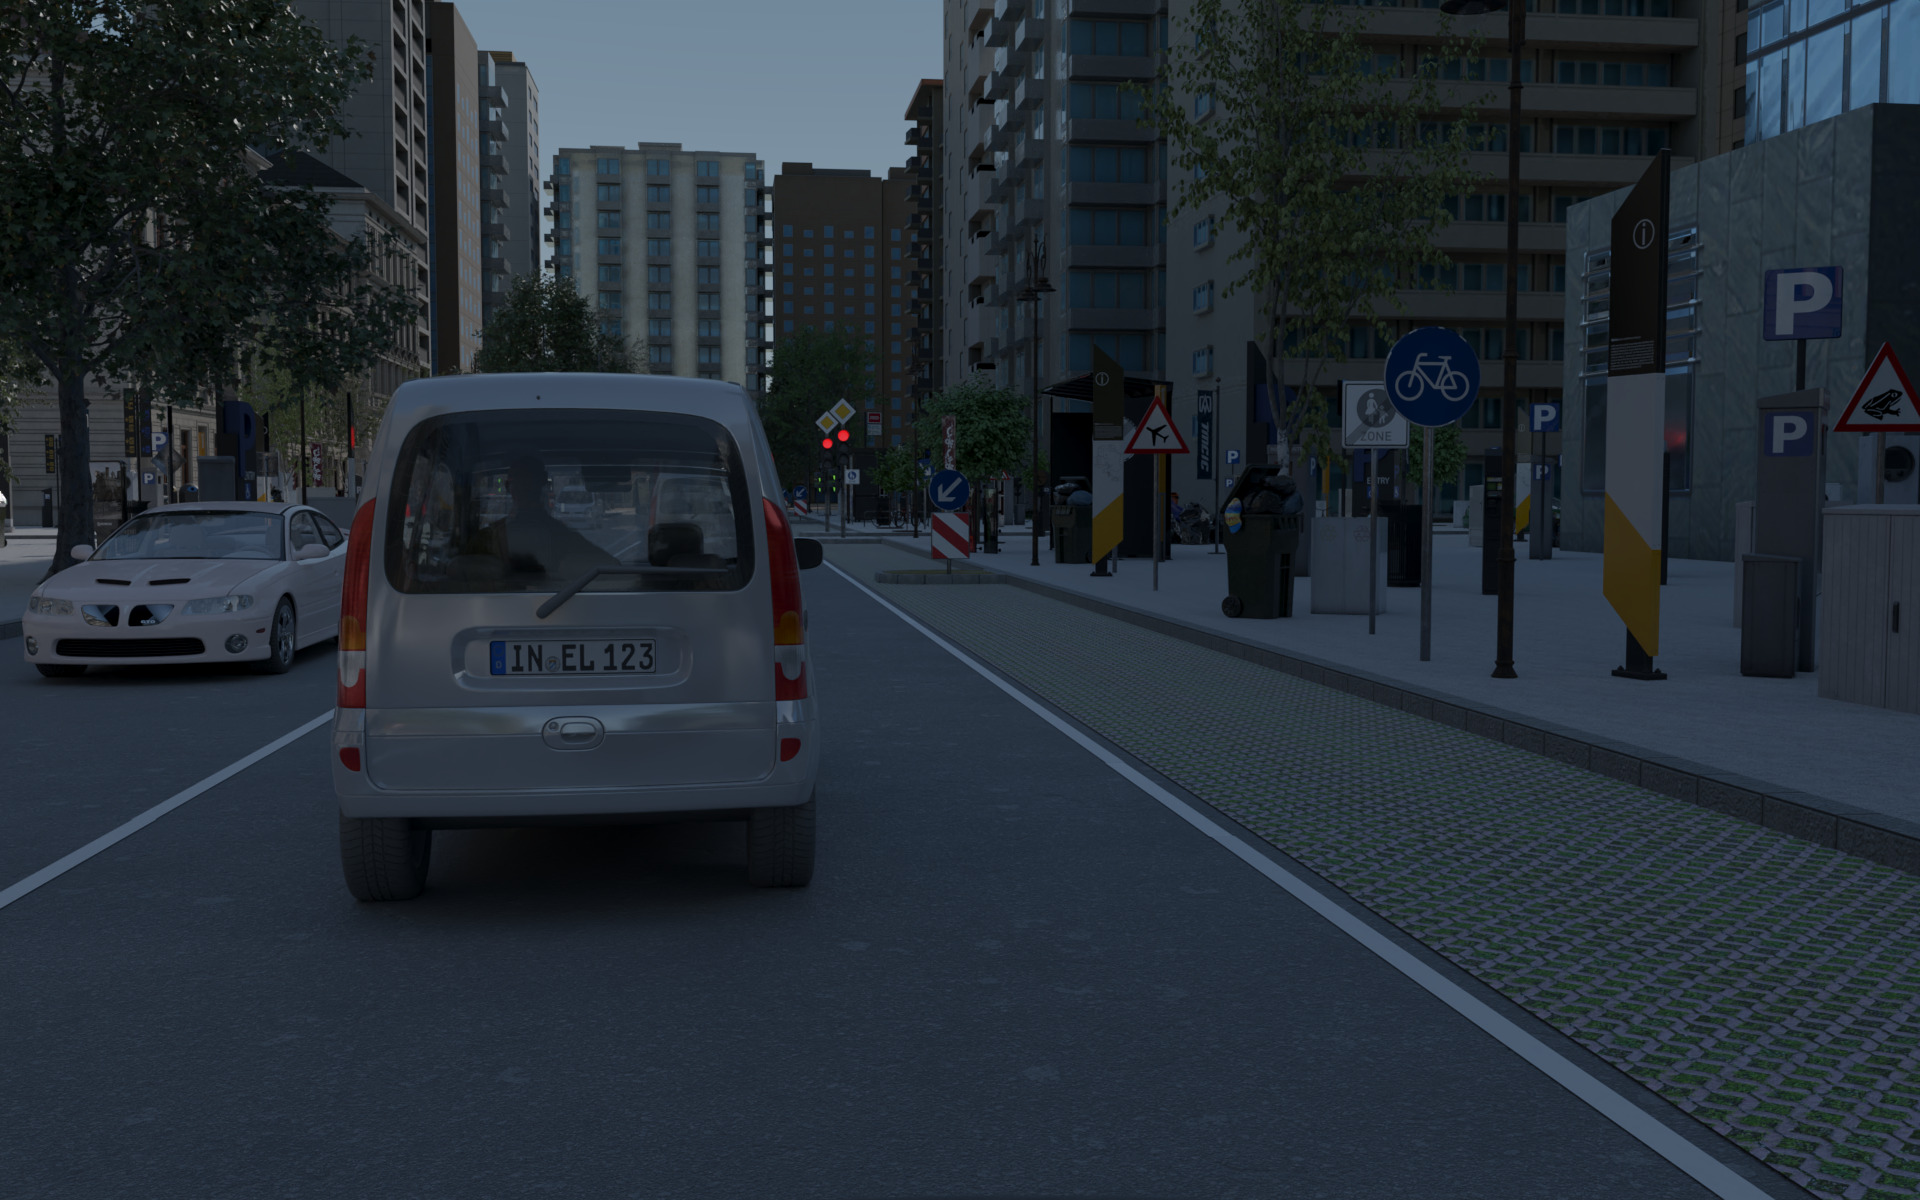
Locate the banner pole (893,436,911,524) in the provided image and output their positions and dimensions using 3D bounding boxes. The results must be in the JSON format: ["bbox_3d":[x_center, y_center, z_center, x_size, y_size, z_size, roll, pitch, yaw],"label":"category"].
[{"bbox_3d":[-2.403,-5.186,74.803,0.401,3.779,0.863,3,5,43],"label":"banner pole"}]

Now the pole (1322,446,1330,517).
[{"bbox_3d":[15.274,-4.812,72.511,0.158,3.312,0.155,0,3,0],"label":"pole"}]

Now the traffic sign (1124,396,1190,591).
[{"bbox_3d":[2.599,-1.403,22.950,0.884,2.594,0.081,0,4,-4],"label":"traffic sign"}]

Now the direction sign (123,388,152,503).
[{"bbox_3d":[-17.508,-2.749,36.941,0.876,3.537,0.379,2,4,30],"label":"direction sign"}]

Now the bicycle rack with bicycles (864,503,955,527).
[{"bbox_3d":[-2.273,-3.308,67.467,2.852,0.926,2.925,3,5,44],"label":"bicycle rack with bicycles"}]

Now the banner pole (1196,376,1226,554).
[{"bbox_3d":[5.316,-2.863,36.825,0.863,3.779,0.401,-3,4,-38],"label":"banner pole"}]

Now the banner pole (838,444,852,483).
[{"bbox_3d":[-5.706,-5.917,86.760,0.863,3.779,0.401,-1,4,-11],"label":"banner pole"}]

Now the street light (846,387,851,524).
[{"bbox_3d":[-4.830,-6.245,74.898,0.468,5.910,1.993,0,4,-8],"label":"street light"}]

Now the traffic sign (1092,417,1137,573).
[{"bbox_3d":[2.524,-1.717,28.175,0.768,2.556,0.104,0,4,-4],"label":"traffic sign"}]

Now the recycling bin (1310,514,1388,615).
[{"bbox_3d":[4.208,-0.377,18.717,0.722,1.027,0.722,1,4,21],"label":"recycling bin"}]

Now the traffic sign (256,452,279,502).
[{"bbox_3d":[-16.863,-2.446,42.126,0.606,2.300,0.079,0,4,0],"label":"traffic sign"}]

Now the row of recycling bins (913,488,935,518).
[{"bbox_3d":[-1.965,-5.263,93.162,1.069,1.692,3.534,0,4,6],"label":"row of recycling bins"}]

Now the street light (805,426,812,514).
[{"bbox_3d":[-9.925,-8.643,114.103,0.468,5.910,1.993,0,4,-8],"label":"street light"}]

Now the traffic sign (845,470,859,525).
[{"bbox_3d":[-4.510,-4.302,72.466,0.606,2.300,0.079,0,4,-1],"label":"traffic sign"}]

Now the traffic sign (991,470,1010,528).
[{"bbox_3d":[1.454,-4.022,65.765,0.884,2.594,0.081,0,4,-2],"label":"traffic sign"}]

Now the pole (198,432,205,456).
[{"bbox_3d":[-25.117,-3.889,57.434,0.158,3.312,0.155,0,3,0],"label":"pole"}]

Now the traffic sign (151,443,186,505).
[{"bbox_3d":[-17.996,-2.337,39.402,0.795,2.450,0.064,0,4,-3],"label":"traffic sign"}]

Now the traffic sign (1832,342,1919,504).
[{"bbox_3d":[7.912,-0.911,14.899,0.884,2.594,0.081,0,4,-2],"label":"traffic sign"}]

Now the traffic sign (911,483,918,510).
[{"bbox_3d":[-2.189,-4.659,78.302,0.606,2.300,0.079,0,4,-2],"label":"traffic sign"}]

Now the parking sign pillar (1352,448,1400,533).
[{"bbox_3d":[12.123,-3.793,50.482,1.447,3.967,1.447,3,4,37],"label":"parking sign pillar"}]

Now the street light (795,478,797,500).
[{"bbox_3d":[-12.607,-9.798,132.993,0.468,5.910,1.993,0,4,-8],"label":"street light"}]

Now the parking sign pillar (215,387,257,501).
[{"bbox_3d":[-15.245,-2.939,36.525,1.447,3.967,1.447,0,4,-5],"label":"parking sign pillar"}]

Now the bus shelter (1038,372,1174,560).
[{"bbox_3d":[2.946,-2.769,36.550,1.731,3.624,6.357,0,4,-8],"label":"bus shelter"}]

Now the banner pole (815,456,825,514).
[{"bbox_3d":[-9.220,-7.599,114.254,0.863,3.779,0.401,-3,5,-44],"label":"banner pole"}]

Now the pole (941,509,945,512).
[{"bbox_3d":[-0.710,-4.839,72.957,0.158,3.312,0.155,0,3,0],"label":"pole"}]

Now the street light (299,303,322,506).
[{"bbox_3d":[-12.616,-3.696,33.219,0.468,5.910,1.993,0,4,-8],"label":"street light"}]

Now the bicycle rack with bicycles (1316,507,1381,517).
[{"bbox_3d":[10.807,-2.095,47.641,2.852,0.926,2.925,2,4,30],"label":"bicycle rack with bicycles"}]

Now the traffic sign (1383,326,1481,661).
[{"bbox_3d":[3.581,-0.804,13.251,0.768,2.556,0.104,0,4,-7],"label":"traffic sign"}]

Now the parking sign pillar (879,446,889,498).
[{"bbox_3d":[-4.684,-6.693,97.904,1.447,3.967,1.447,-1,4,-18],"label":"parking sign pillar"}]

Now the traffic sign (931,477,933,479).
[{"bbox_3d":[-1.170,-5.023,84.263,0.606,2.300,0.079,0,4,-3],"label":"traffic sign"}]

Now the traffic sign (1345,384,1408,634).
[{"bbox_3d":[3.770,-0.835,15.778,0.606,2.300,0.079,0,4,-1],"label":"traffic sign"}]

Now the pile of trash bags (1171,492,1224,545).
[{"bbox_3d":[6.639,-2.150,44.909,3.447,1.369,1.912,-2,4,-32],"label":"pile of trash bags"}]

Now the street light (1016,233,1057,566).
[{"bbox_3d":[1.349,-3.554,30.890,0.468,5.910,1.993,0,4,-8],"label":"street light"}]

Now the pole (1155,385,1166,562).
[{"bbox_3d":[3.756,-2.366,32.532,0.158,3.312,0.155,0,3,0],"label":"pole"}]

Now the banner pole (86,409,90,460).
[{"bbox_3d":[-22.477,-3.331,44.471,0.401,3.779,0.863,0,4,-6],"label":"banner pole"}]

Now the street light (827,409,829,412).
[{"bbox_3d":[-7.214,-7.445,94.511,0.468,5.910,1.993,0,4,-8],"label":"street light"}]

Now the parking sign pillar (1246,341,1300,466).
[{"bbox_3d":[5.606,-2.602,31.008,1.447,3.967,1.447,3,4,37],"label":"parking sign pillar"}]

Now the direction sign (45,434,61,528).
[{"bbox_3d":[-34.247,-4.510,65.733,0.876,3.537,0.379,0,4,3],"label":"direction sign"}]

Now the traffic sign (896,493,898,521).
[{"bbox_3d":[-2.982,-5.014,82.088,0.768,2.556,0.104,0,4,0],"label":"traffic sign"}]

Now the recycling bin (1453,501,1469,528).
[{"bbox_3d":[19.232,-3.269,66.002,0.722,1.027,0.722,2,4,26],"label":"recycling bin"}]

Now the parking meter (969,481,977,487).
[{"bbox_3d":[0.348,-2.665,49.276,0.399,1.863,0.255,-2,4,-30],"label":"parking meter"}]

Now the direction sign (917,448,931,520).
[{"bbox_3d":[-1.821,-5.759,86.153,0.876,3.537,0.379,-3,4,-38],"label":"direction sign"}]

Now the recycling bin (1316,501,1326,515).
[{"bbox_3d":[13.457,-3.250,65.698,0.722,1.027,0.722,0,4,1],"label":"recycling bin"}]

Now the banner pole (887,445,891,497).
[{"bbox_3d":[-3.438,-6.066,89.203,0.401,3.779,0.863,3,5,43],"label":"banner pole"}]

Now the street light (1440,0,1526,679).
[{"bbox_3d":[3.810,-2.395,11.943,0.468,5.910,1.993,0,4,-8],"label":"street light"}]

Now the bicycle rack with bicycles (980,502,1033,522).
[{"bbox_3d":[2.078,-3.980,78.455,2.852,0.926,2.925,3,5,39],"label":"bicycle rack with bicycles"}]

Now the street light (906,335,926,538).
[{"bbox_3d":[-1.288,-4.749,50.431,0.468,5.910,1.993,0,4,-8],"label":"street light"}]

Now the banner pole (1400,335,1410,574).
[{"bbox_3d":[6.959,-2.264,27.037,0.401,3.779,0.863,0,4,7],"label":"banner pole"}]

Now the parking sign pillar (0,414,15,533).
[{"bbox_3d":[-32.119,-4.206,57.237,1.447,3.967,1.447,-1,4,-20],"label":"parking sign pillar"}]

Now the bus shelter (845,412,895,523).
[{"bbox_3d":[-4.548,-6.396,82.199,2.179,5.291,8.768,0,4,-8],"label":"bus shelter"}]

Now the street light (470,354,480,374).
[{"bbox_3d":[-15.994,-5.169,57.297,0.468,5.910,1.993,0,4,-8],"label":"street light"}]

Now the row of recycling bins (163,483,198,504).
[{"bbox_3d":[-29.340,-3.664,67.013,3.534,1.692,1.069,-3,5,-39],"label":"row of recycling bins"}]

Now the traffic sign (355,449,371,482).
[{"bbox_3d":[-16.815,-2.982,48.865,0.768,2.556,0.104,0,4,-1],"label":"traffic sign"}]

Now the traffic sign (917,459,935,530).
[{"bbox_3d":[-1.270,-3.822,62.594,0.768,2.556,0.104,0,4,-1],"label":"traffic sign"}]
